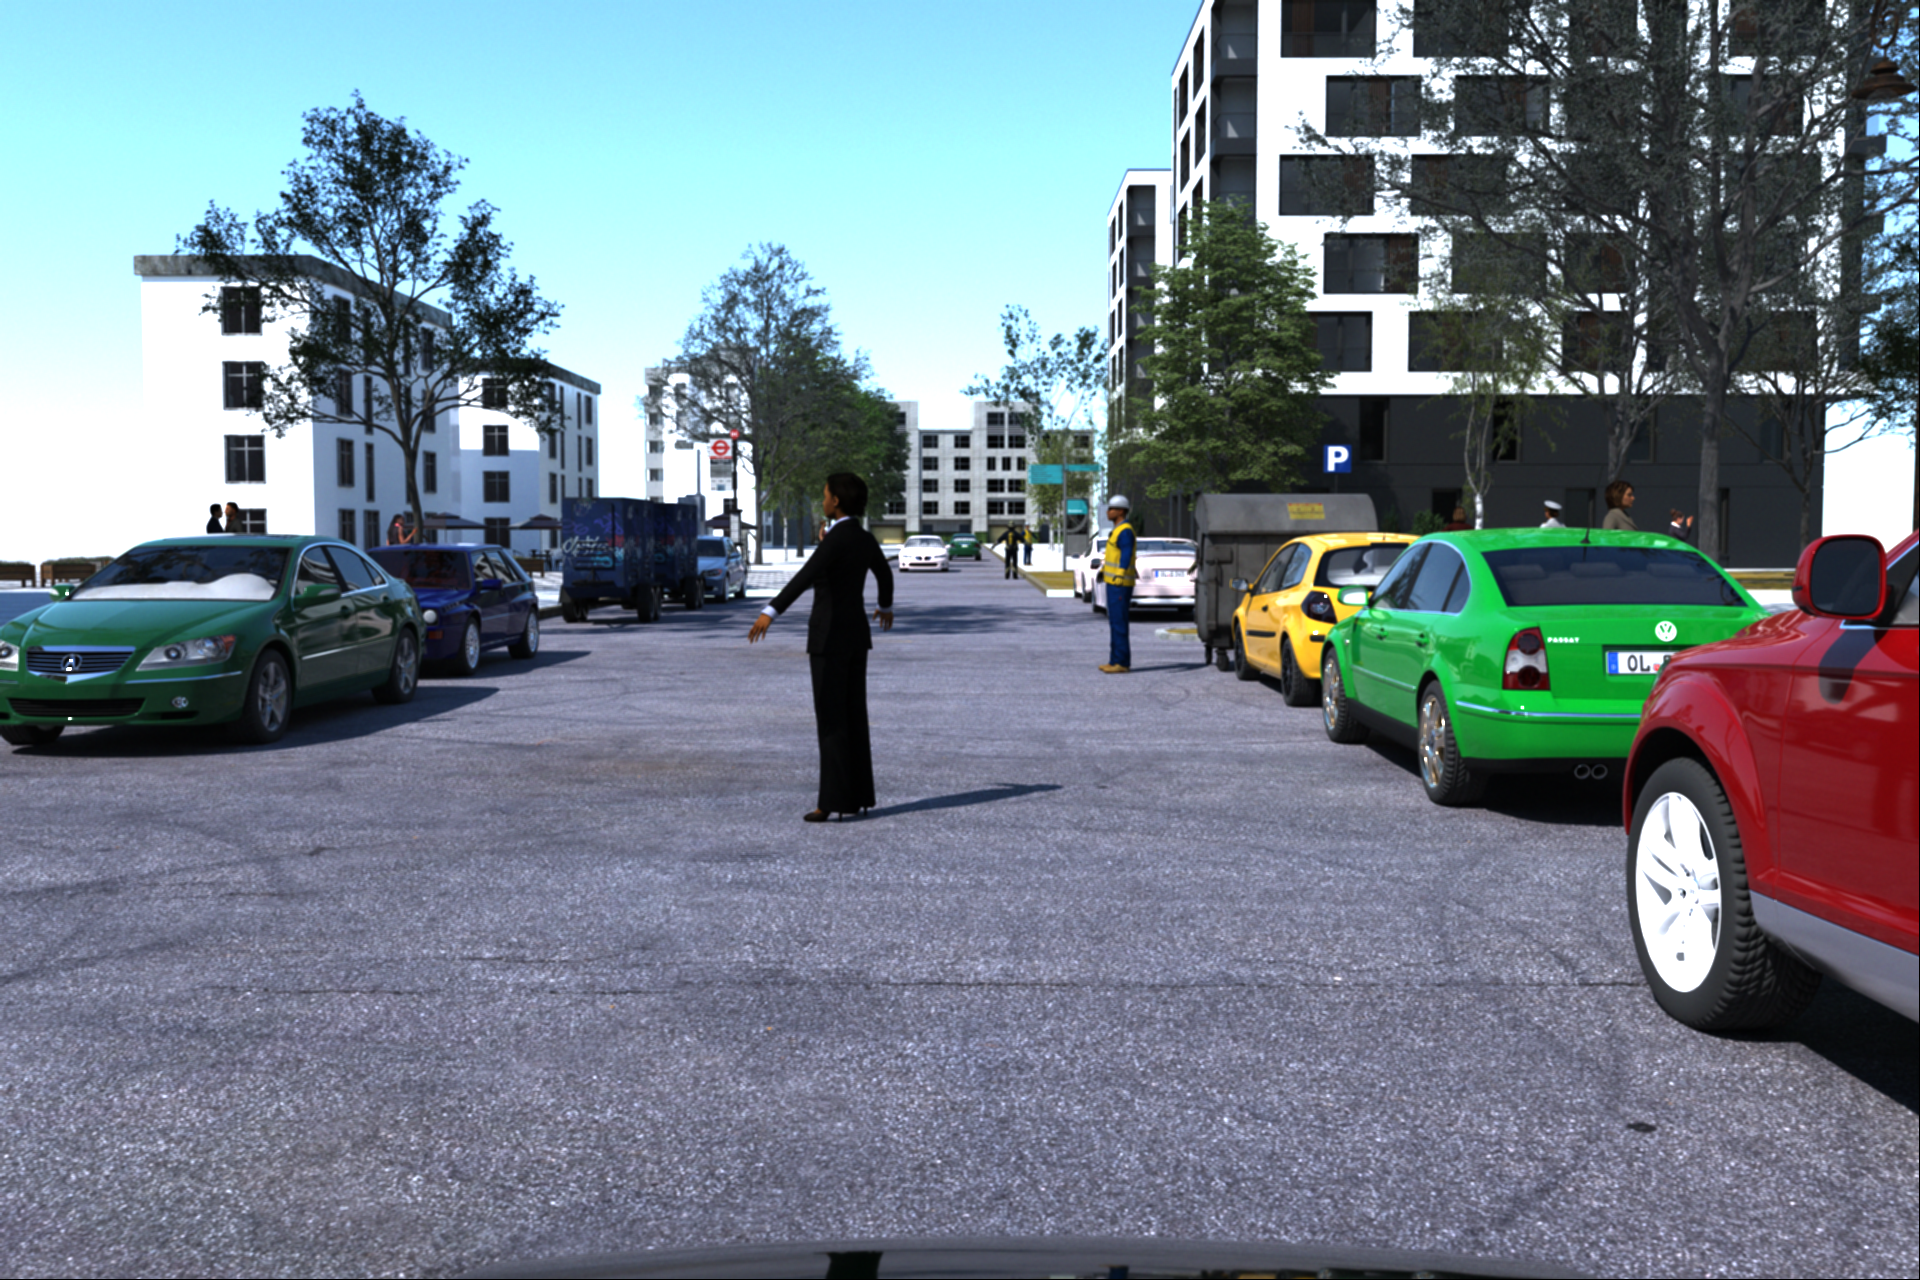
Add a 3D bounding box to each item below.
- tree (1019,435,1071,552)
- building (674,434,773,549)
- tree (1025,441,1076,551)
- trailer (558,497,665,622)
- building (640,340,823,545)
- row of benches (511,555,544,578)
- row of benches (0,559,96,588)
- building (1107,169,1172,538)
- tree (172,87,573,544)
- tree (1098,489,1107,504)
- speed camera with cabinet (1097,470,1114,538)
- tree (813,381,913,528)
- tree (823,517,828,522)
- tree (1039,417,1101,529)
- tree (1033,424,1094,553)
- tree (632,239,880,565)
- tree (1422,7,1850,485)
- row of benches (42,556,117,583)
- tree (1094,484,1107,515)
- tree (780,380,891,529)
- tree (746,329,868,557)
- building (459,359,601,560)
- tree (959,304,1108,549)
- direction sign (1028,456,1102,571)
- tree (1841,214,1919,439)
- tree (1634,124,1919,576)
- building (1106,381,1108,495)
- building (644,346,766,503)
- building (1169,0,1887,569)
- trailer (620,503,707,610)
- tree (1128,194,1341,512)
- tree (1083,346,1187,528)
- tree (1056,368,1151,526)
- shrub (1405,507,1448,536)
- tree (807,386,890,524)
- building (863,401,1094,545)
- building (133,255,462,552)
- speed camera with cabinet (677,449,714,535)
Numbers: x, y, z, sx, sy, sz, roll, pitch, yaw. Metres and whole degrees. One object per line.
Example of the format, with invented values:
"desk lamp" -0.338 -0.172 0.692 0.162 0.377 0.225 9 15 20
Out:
"tree" 6.555 -10.750 126.129 4.737 8.622 4.395 0 3 0
"building" -21.601 -13.245 158.704 9.099 9.664 28.070 0 4 0
"tree" 7.007 -11.212 133.685 4.737 8.622 4.395 0 3 0
"trailer" -5.696 -1.259 27.636 1.471 1.999 3.904 0 3 0
"building" -26.029 -22.746 202.829 19.493 23.208 18.063 0 4 0
"row of benches" -13.772 -2.093 49.682 1.422 0.672 4.104 3 4 38
"row of benches" -22.668 -1.583 41.349 1.422 0.672 4.104 3 4 39
"building" 23.414 -16.483 113.465 27.936 21.610 32.646 0 4 0
"tree" -11.714 -6.254 36.667 7.601 10.594 8.767 1 4 21
"tree" 20.565 -17.245 232.318 4.737 8.622 4.395 0 3 0
"speed camera with cabinet" 4.618 -3.601 53.206 0.660 3.252 2.038 0 4 -1
"tree" -8.467 -14.628 145.828 9.857 13.997 8.962 0 3 0
"tree" -20.050 -19.313 233.899 7.486 12.596 7.792 0 3 0
"tree" 7.029 -9.671 108.490 4.360 8.622 3.978 0 3 0
"tree" 6.912 -10.152 116.346 4.737 8.622 4.395 0 3 0
"tree" -8.214 -9.852 71.448 12.009 13.543 11.850 0 3 0
"tree" 15.587 -7.977 40.786 12.009 13.543 11.850 0 3 0
"row of benches" -24.012 -1.965 47.593 1.422 0.672 4.104 0 4 -5
"tree" 20.393 -17.501 236.510 4.360 8.622 3.978 0 3 0
"tree" -8.172 -11.227 109.321 9.928 11.665 9.643 0 3 0
"tree" -8.565 -10.861 95.703 7.486 12.596 7.792 0 3 0
"building" -24.593 -9.464 96.885 9.099 9.664 28.070 0 3 0
"tree" 6.252 -17.637 144.258 12.611 20.169 13.585 0 3 0
"direction sign" 3.586 -4.284 58.802 2.525 3.948 1.411 0 4 0
"tree" 24.665 -6.509 40.835 7.601 10.594 8.767 0 4 3
"tree" 25.781 -8.704 52.688 12.009 13.543 11.850 0 3 0
"building" 24.026 -20.423 164.843 19.493 23.208 18.063 0 4 1
"building" -25.712 -19.487 175.026 16.016 20.090 11.380 0 4 1
"building" 23.360 -14.403 79.467 27.936 21.610 32.646 0 4 1
"trailer" -5.694 -1.551 32.408 1.471 1.999 3.904 0 4 0
"tree" 9.200 -8.587 58.528 7.486 12.596 7.792 0 3 0
"tree" 6.644 -7.200 68.079 4.360 8.622 3.978 0 3 0
"tree" 6.821 -7.718 76.559 4.360 8.622 3.978 0 3 0
"shrub" 12.872 -2.652 47.784 1.690 2.028 1.600 0 3 0
"tree" -8.855 -13.069 131.811 7.486 12.596 7.792 0 3 0
"building" 1.591 -22.463 236.185 31.486 18.905 16.747 0 4 -2
"building" -23.885 -7.591 66.255 9.099 9.664 28.070 0 4 0
"speed camera with cabinet" -6.264 -2.854 40.999 0.660 3.252 2.038 0 4 0
